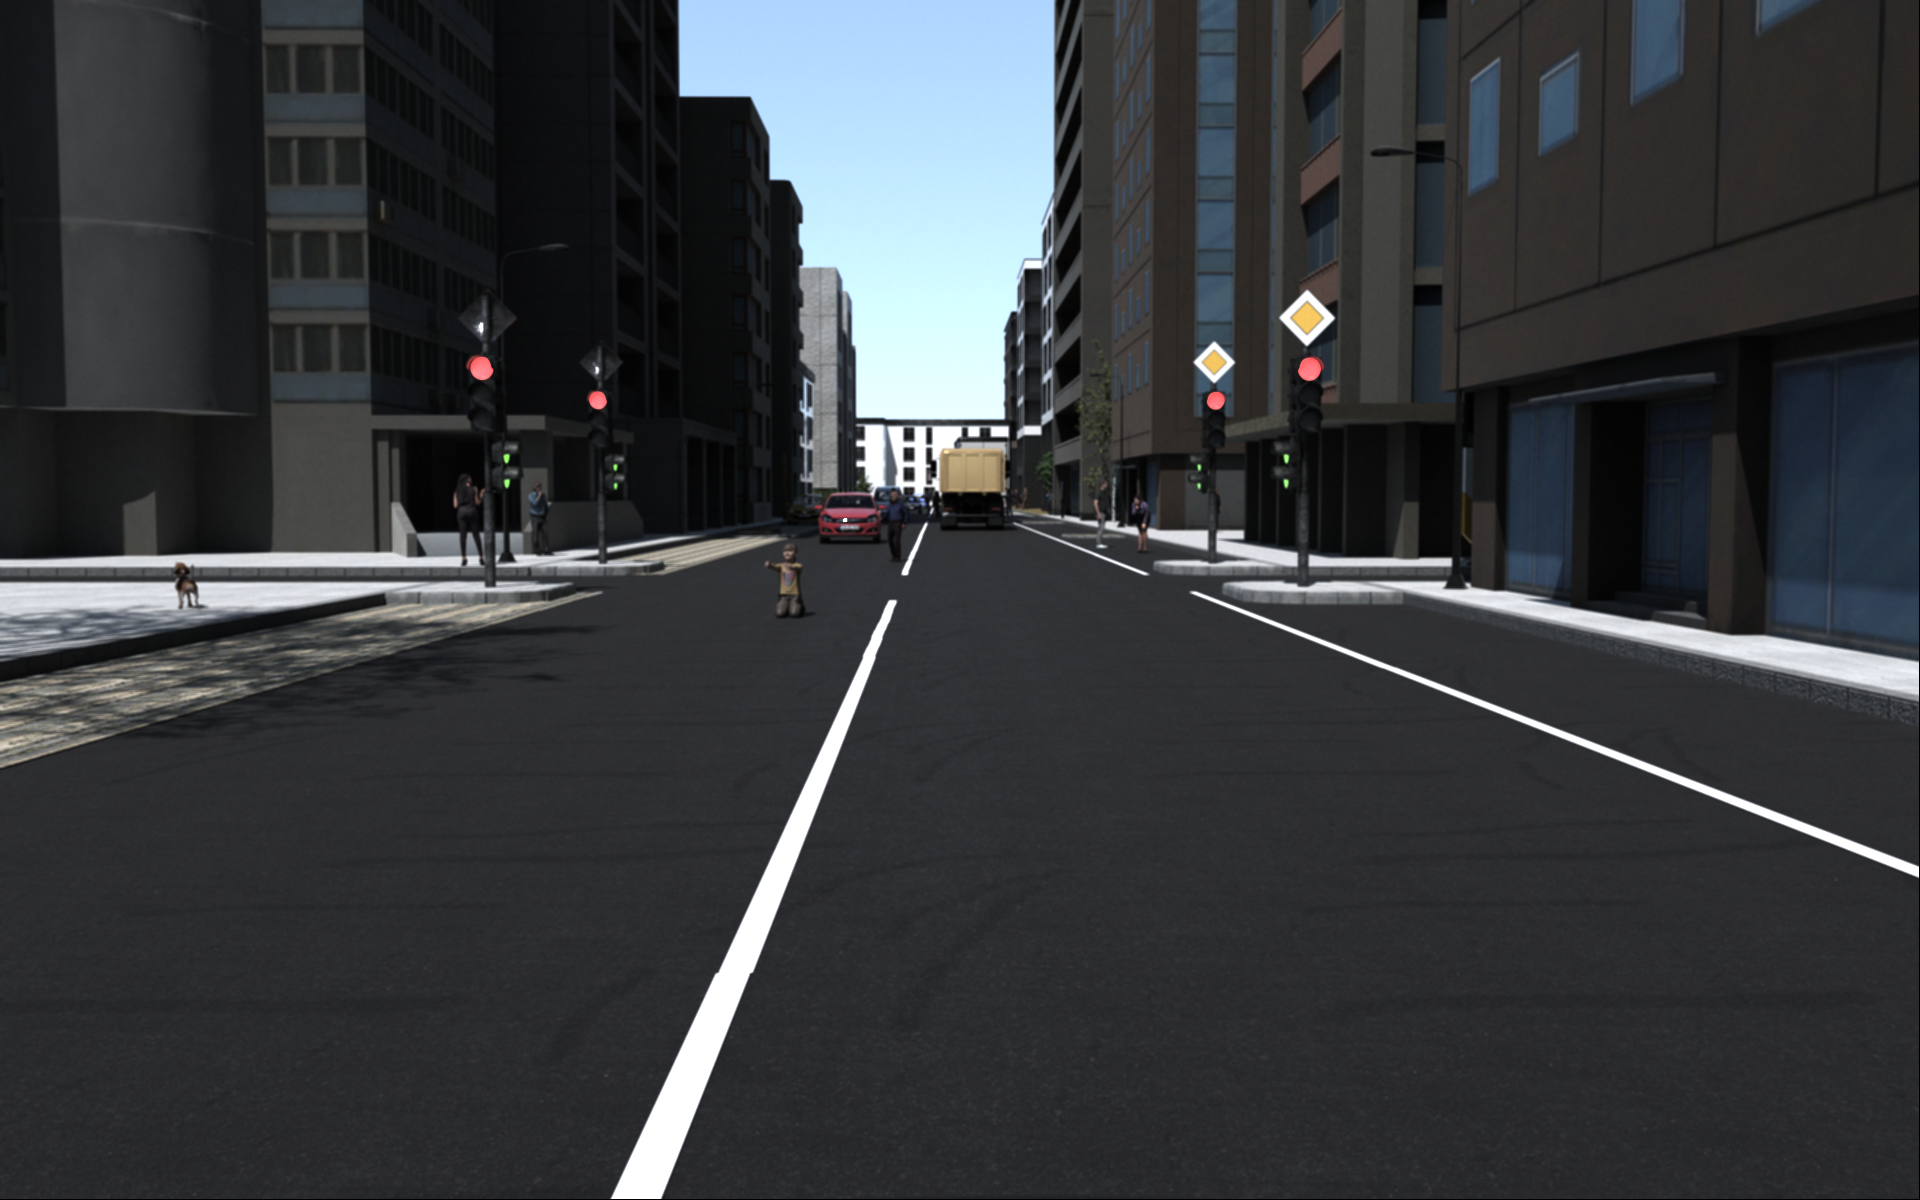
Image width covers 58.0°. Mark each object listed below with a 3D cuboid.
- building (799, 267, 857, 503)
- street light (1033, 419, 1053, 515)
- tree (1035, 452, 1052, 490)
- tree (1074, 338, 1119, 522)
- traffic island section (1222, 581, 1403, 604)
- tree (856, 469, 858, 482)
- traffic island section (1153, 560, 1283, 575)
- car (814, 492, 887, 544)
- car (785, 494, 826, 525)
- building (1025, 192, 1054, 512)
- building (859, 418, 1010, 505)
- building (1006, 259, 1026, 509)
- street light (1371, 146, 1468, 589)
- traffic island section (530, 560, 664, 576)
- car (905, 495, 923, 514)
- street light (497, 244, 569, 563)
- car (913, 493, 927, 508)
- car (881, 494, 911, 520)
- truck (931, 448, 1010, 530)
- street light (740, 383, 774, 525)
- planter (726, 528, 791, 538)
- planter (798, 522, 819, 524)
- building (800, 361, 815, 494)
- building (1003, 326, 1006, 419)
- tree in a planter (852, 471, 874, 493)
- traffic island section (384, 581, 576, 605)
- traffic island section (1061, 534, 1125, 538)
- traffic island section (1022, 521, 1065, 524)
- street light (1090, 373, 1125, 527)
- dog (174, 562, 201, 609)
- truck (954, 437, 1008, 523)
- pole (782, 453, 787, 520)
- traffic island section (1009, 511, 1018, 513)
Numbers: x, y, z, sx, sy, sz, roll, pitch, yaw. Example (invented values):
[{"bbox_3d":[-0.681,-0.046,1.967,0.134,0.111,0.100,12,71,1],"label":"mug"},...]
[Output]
[{"bbox_3d":[-18.160,-17.387,150.735,16.747,18.905,31.486,0,4,-1],"label":"building"},{"bbox_3d":[5.182,-8.218,106.906,1.470,5.913,1.316,0,4,-1],"label":"street light"},{"bbox_3d":[6.660,-8.075,115.739,4.285,4.588,4.351,0,3,0],"label":"tree"},{"bbox_3d":[7.013,-7.850,78.708,4.737,8.622,4.395,0,3,0],"label":"tree"},{"bbox_3d":[4.773,-0.105,23.993,2.009,0.180,2.903,0,4,-1],"label":"traffic island section"},{"bbox_3d":[-11.497,-11.455,171.002,4.285,4.588,4.351,0,3,0],"label":"tree"},{"bbox_3d":[4.676,-0.593,31.977,2.009,0.180,2.903,0,4,-1],"label":"traffic island section"},{"bbox_3d":[-3.249,-2.600,51.557,2.155,1.783,4.494,0,4,-2],"label":"car"},{"bbox_3d":[-7.024,-4.280,80.205,2.015,1.641,3.980,0,4,0],"label":"car"},{"bbox_3d":[20.068,-17.718,133.664,27.936,21.610,32.646,0,4,-1],"label":"building"},{"bbox_3d":[-8.428,-15.455,194.840,28.070,9.664,9.099,0,4,-1],"label":"building"},{"bbox_3d":[19.309,-19.750,166.880,27.936,21.610,32.646,0,4,-1],"label":"building"},{"bbox_3d":[6.184,-3.105,23.313,1.470,5.913,1.316,0,4,-1],"label":"street light"},{"bbox_3d":[-6.585,-0.585,31.846,2.009,0.180,2.903,0,4,-1],"label":"traffic island section"},{"bbox_3d":[-3.666,-7.041,127.707,1.945,1.354,3.894,0,4,-1],"label":"car"},{"bbox_3d":[-7.971,-3.658,32.357,1.470,5.913,1.316,0,4,-1],"label":"street light"},{"bbox_3d":[-4.220,-10.178,176.006,1.945,1.707,3.694,0,4,-3],"label":"car"},{"bbox_3d":[-3.715,-5.343,96.160,1.959,1.807,4.718,0,4,-1],"label":"car"},{"bbox_3d":[0.465,-4.648,71.926,3.469,3.379,9.791,0,4,0],"label":"truck"},{"bbox_3d":[-8.513,-6.127,72.714,1.470,5.913,1.316,0,4,-1],"label":"street light"},{"bbox_3d":[-6.564,-2.175,56.694,1.991,0.319,1.994,0,4,-1],"label":"planter"},{"bbox_3d":[-6.891,-3.867,84.361,1.991,0.319,1.994,0,4,-1],"label":"planter"},{"bbox_3d":[-14.691,-10.959,121.335,9.099,9.664,28.070,0,4,-1],"label":"building"},{"bbox_3d":[21.912,-22.048,204.461,32.646,21.610,27.936,0,4,-1],"label":"building"},{"bbox_3d":[-7.489,-8.338,133.553,1.991,3.239,1.994,0,4,-1],"label":"tree in a planter"},{"bbox_3d":[-6.488,-0.097,23.861,2.009,0.180,2.903,0,4,-1],"label":"traffic island section"},{"bbox_3d":[4.369,-2.101,57.220,1.991,0.108,1.994,0,4,-1],"label":"traffic island section"},{"bbox_3d":[4.036,-3.749,84.161,1.991,0.108,1.994,0,4,-1],"label":"traffic island section"},{"bbox_3d":[5.678,-5.754,66.613,1.470,5.913,1.316,0,4,-1],"label":"street light"},{"bbox_3d":[-8.708,-0.162,19.472,0.540,0.507,0.406,1,4,15],"label":"dog"},{"bbox_3d":[0.985,-6.201,90.295,2.839,4.237,11.283,0,4,-2],"label":"truck"},{"bbox_3d":[-8.626,-5.590,85.232,0.158,3.312,0.155,0,3,0],"label":"pole"},{"bbox_3d":[3.438,-6.801,134.068,1.991,0.108,1.994,0,4,-1],"label":"traffic island section"}]
